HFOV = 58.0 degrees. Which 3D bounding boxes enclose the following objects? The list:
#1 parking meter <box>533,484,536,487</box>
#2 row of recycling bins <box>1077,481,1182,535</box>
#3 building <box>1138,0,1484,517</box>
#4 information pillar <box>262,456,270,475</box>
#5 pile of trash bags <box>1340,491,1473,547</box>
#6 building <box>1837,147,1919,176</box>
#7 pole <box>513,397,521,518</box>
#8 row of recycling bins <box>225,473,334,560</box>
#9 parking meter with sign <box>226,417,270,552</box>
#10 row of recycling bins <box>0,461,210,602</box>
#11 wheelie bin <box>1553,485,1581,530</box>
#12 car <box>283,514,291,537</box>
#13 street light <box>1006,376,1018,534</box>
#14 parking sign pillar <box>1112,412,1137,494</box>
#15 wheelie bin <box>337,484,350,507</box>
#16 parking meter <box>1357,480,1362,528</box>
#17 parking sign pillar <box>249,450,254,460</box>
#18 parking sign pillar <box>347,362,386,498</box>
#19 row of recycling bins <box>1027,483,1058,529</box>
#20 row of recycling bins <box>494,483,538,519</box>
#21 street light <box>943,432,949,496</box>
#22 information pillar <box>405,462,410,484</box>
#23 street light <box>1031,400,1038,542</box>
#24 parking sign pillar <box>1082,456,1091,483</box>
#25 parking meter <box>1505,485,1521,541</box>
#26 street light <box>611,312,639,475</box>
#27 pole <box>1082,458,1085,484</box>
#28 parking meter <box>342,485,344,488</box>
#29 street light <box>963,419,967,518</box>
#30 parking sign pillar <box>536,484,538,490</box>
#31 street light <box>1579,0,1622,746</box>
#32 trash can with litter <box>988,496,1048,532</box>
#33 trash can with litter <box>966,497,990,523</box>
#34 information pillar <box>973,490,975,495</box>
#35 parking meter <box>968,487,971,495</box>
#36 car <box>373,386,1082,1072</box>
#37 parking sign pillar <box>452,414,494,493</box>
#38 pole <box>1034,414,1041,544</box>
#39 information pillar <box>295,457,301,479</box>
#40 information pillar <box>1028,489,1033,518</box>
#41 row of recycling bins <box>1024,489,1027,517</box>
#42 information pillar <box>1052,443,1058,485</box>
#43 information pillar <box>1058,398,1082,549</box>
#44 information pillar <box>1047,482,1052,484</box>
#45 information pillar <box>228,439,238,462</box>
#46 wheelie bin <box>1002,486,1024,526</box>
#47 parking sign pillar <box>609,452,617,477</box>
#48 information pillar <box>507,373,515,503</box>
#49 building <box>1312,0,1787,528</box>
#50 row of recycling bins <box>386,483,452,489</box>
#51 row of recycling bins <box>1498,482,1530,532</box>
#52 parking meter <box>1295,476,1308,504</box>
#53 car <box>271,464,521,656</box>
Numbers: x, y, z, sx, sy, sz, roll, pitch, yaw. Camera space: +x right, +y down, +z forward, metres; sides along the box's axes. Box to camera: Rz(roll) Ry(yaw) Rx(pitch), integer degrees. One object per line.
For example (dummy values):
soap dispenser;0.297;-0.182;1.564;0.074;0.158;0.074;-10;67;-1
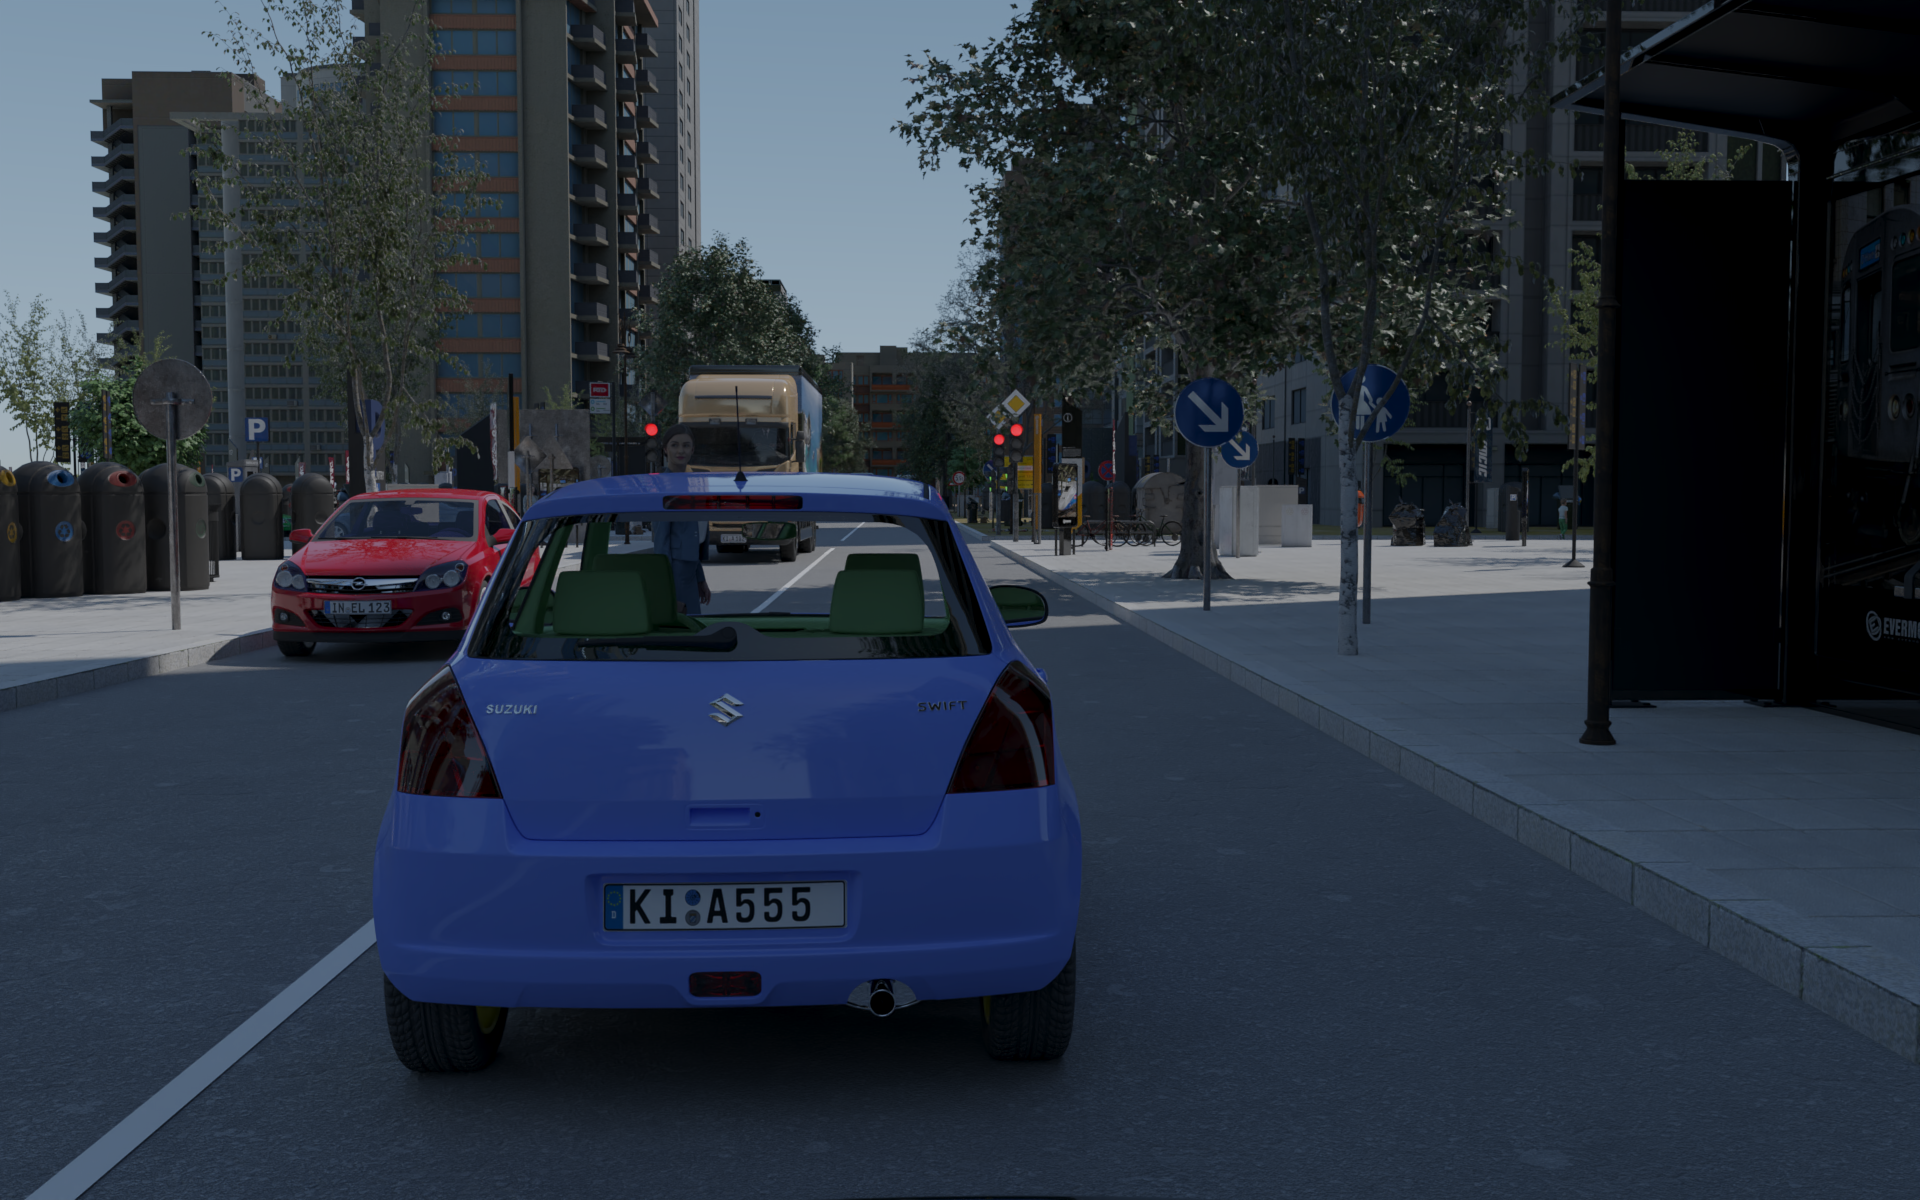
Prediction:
parking meter;-19.701;-4.525;79.703;0.399;1.863;0.255;3;5;40
row of recycling bins;5.470;-2.943;55.231;3.534;1.692;1.069;-1;4;-20
building;22.151;-41.616;118.678;20.563;71.187;20.611;0;4;-2
information pillar;-42.873;-7.076;107.054;0.504;3.616;0.183;1;4;8
pile of trash bags;11.153;-2.056;43.375;3.447;1.369;1.912;3;4;36
building;57.624;-32.843;78.984;28.212;58.520;21.231;0;4;-2
pole;-9.355;-2.608;36.486;0.158;3.312;0.155;0;3;0
row of recycling bins;-14.099;-1.639;33.918;3.534;1.692;1.069;-1;4;-12
parking meter with sign;-16.025;-2.592;38.640;0.543;3.016;1.738;0;4;3
row of recycling bins;-11.191;-0.907;21.949;1.069;1.692;3.534;2;4;28
wheelie bin;21.943;-3.351;62.692;0.980;1.594;0.693;0;4;5
car;-21.402;-2.498;49.643;4.718;1.807;1.959;0;4;-4
street light;1.647;-5.038;55.159;0.468;5.910;1.993;0;4;-2
parking sign pillar;5.450;-4.224;57.529;1.447;3.967;1.447;-1;4;-13
wheelie bin;-18.945;-2.815;53.932;0.693;1.594;0.980;2;4;29
parking meter;14.761;-3.605;64.657;0.399;1.863;0.255;3;4;37
parking sign pillar;-42.732;-7.072;104.093;1.447;3.967;1.447;-1;4;-11
parking sign pillar;-12.335;-2.910;36.044;1.447;3.967;1.447;0;4;-4
row of recycling bins;4.371;-3.432;63.230;3.534;1.692;1.069;2;4;29
row of recycling bins;-15.551;-3.278;60.716;3.534;1.692;1.069;1;4;13
street light;-1.008;-9.542;128.799;0.468;5.910;1.993;0;4;-2
information pillar;-40.877;-8.364;128.104;0.504;3.616;0.183;3;5;40
street light;1.981;-4.481;46.050;0.468;5.910;1.993;0;4;-2
parking sign pillar;7.110;-6.836;100.244;1.447;3.967;1.447;2;4;28
parking meter;15.217;-2.400;47.650;0.372;1.533;0.369;0;3;0
street light;-8.511;-4.363;44.123;0.468;5.910;1.993;0;4;-2
pole;6.844;-6.288;96.659;0.158;3.312;0.155;0;3;0
parking meter;-36.347;-5.919;102.480;0.399;1.863;0.255;0;4;3
street light;0.265;-7.323;92.516;0.468;5.910;1.993;0;4;-2
parking sign pillar;-26.144;-7.216;106.453;1.447;3.967;1.447;-3;5;-45
street light;3.283;-2.199;8.739;0.468;5.910;1.993;0;4;-2
trash can with litter;1.971;-2.949;59.270;2.233;1.210;1.678;-1;4;-8
trash can with litter;0.783;-3.959;76.114;1.055;1.170;0.624;1;4;14
information pillar;1.003;-8.374;128.276;0.183;3.616;0.504;2;4;28
parking meter;0.654;-6.135;106.010;0.255;1.863;0.399;0;4;-7
car;-0.635;0.242;5.638;1.945;1.707;3.694;0;4;-4
parking sign pillar;-15.993;-4.184;56.874;1.447;3.967;1.447;-3;5;-41
pole;1.977;-3.080;44.194;0.158;3.312;0.155;0;3;0
information pillar;-41.501;-7.175;108.669;0.504;3.616;0.183;2;4;35
information pillar;3.847;-5.379;92.443;0.304;2.012;0.304;-3;5;-41
row of recycling bins;4.310;-5.463;96.431;1.069;1.692;3.534;-1;4;-22
information pillar;4.440;-5.440;80.296;0.183;3.616;0.504;-2;4;-27
information pillar;2.597;-3.002;40.435;0.504;3.616;0.183;0;4;7
information pillar;5.538;-6.246;106.618;0.304;2.012;0.304;1;4;20
information pillar;-30.877;-5.033;73.649;0.504;3.616;0.183;2;4;25
wheelie bin;2.066;-3.726;68.836;0.693;1.594;0.980;3;5;40
parking sign pillar;-20.418;-6.949;102.093;1.447;3.967;1.447;-3;5;-41
information pillar;-8.764;-2.598;33.831;0.183;3.616;0.504;-1;4;-19
building;25.329;-38.931;74.771;20.611;71.187;20.563;0;4;-2
row of recycling bins;-19.857;-3.429;63.180;3.534;1.692;1.069;1;4;22
row of recycling bins;18.995;-3.203;59.481;1.069;1.692;3.534;1;4;17
parking meter;11.137;-3.107;56.511;0.399;1.863;0.255;0;4;4
car;-5.200;-0.467;16.679;2.155;1.783;4.494;0;4;-4
